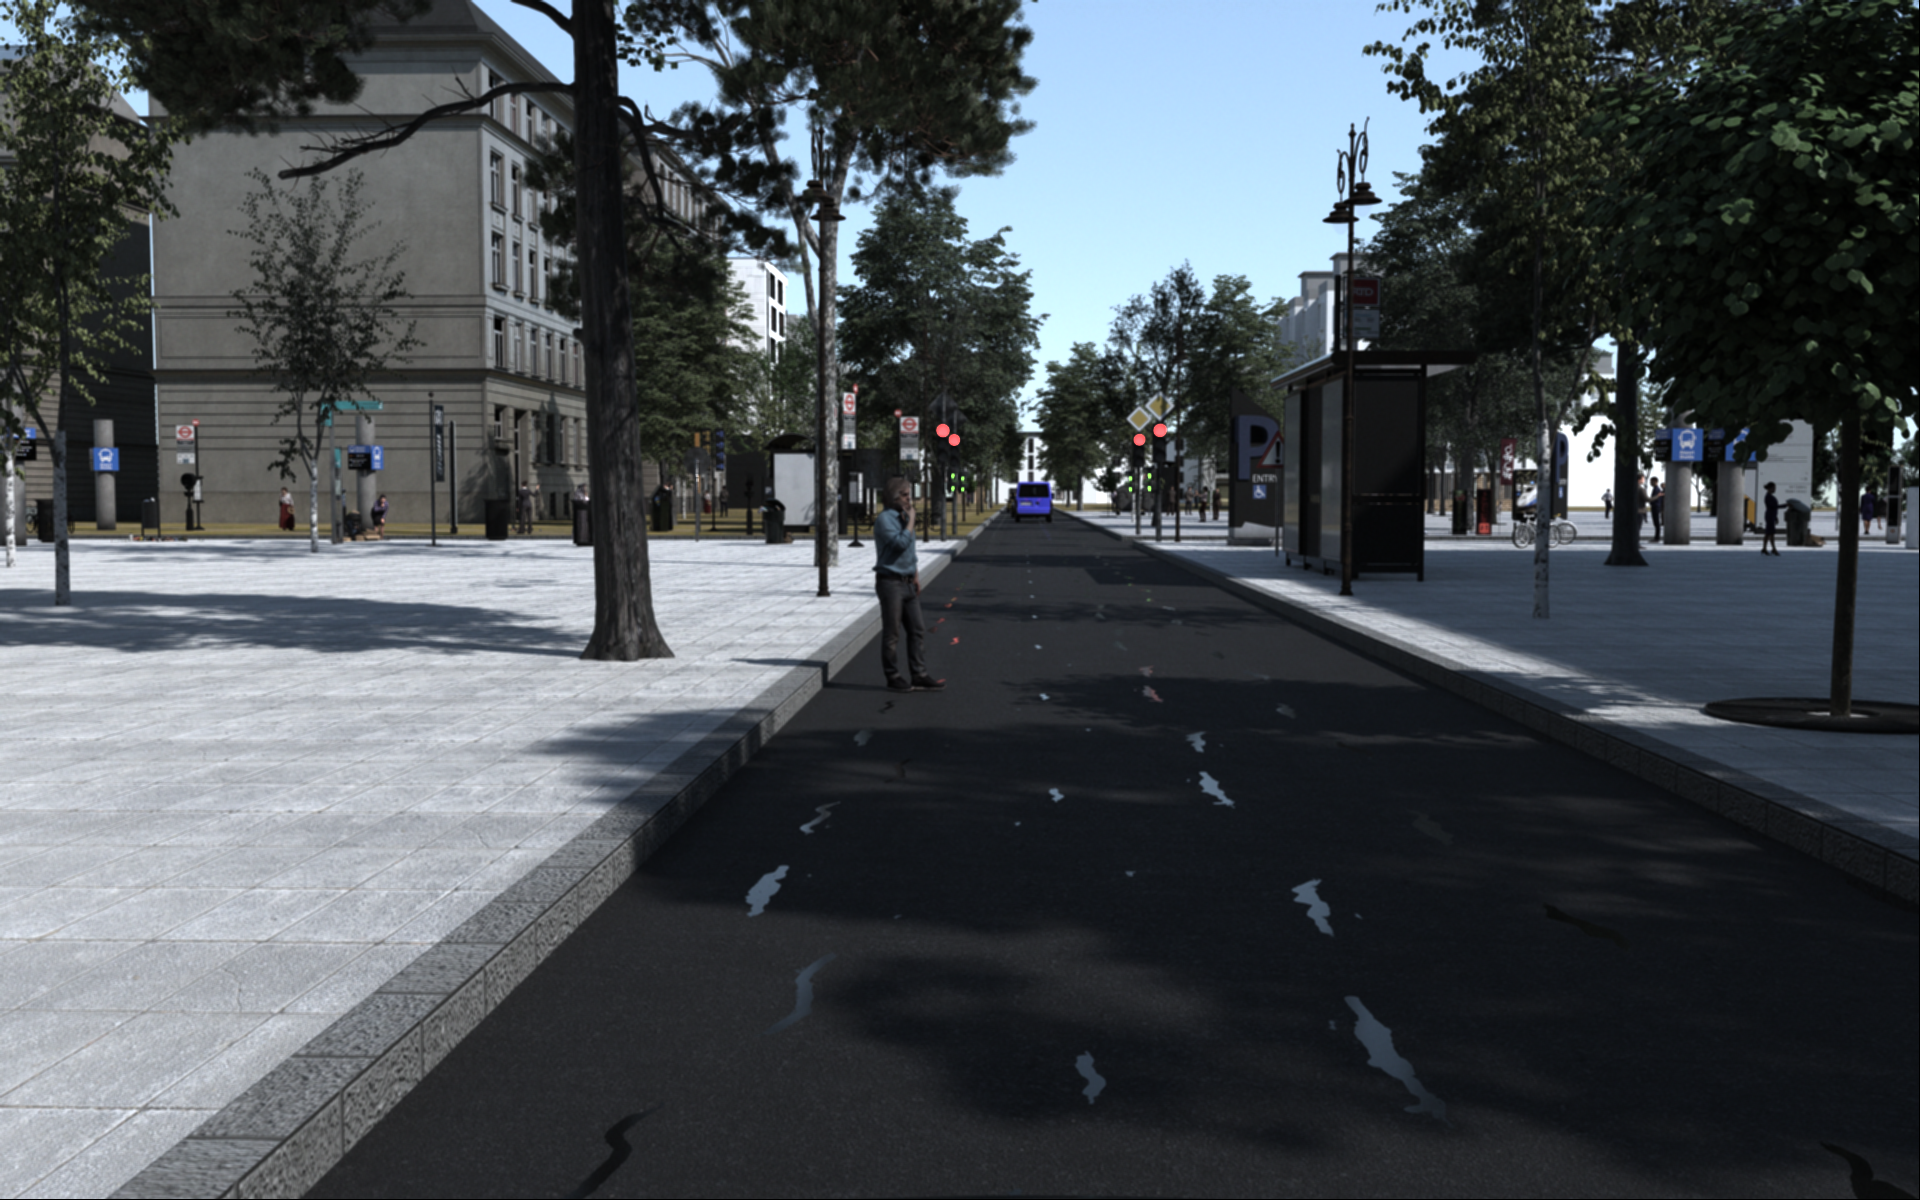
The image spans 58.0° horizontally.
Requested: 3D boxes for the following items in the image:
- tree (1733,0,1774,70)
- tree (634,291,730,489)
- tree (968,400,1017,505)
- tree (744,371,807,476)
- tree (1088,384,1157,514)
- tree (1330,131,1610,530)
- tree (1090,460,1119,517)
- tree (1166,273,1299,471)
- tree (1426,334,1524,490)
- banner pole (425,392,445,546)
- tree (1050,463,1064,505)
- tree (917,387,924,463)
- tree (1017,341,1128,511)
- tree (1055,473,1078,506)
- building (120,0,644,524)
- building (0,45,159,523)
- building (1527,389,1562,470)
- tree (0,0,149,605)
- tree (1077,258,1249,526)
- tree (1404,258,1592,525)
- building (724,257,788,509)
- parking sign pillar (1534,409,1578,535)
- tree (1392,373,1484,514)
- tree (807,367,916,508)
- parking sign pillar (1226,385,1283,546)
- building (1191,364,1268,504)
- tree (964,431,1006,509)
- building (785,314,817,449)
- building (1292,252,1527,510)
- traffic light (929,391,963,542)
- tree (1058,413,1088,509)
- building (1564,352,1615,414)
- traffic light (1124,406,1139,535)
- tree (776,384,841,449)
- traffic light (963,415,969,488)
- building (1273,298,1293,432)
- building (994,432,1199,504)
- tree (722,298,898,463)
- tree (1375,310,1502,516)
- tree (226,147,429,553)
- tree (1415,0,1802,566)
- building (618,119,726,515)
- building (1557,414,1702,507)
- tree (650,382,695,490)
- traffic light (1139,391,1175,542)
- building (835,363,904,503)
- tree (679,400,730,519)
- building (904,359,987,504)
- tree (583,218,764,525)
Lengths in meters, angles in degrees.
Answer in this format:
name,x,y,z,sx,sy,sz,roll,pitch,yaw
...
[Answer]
name,x,y,z,sx,sy,sz,roll,pitch,yaw
tree,13.205,-4.383,22.017,4.737,8.622,4.395,0,3,0
tree,-14.015,-9.754,81.541,6.751,12.117,7.091,0,3,0
tree,4.775,-17.601,205.906,7.486,12.596,7.792,0,3,0
tree,-11.159,-9.372,103.598,4.737,8.622,4.395,0,3,0
tree,10.918,-9.820,110.927,4.360,8.622,3.978,0,3,0
tree,18.091,-9.452,61.199,9.857,13.997,8.962,0,3,0
tree,8.270,-6.219,96.284,1.663,3.219,1.824,0,3,0
tree,14.201,-10.503,89.843,7.486,12.596,7.792,0,3,0
tree,25.432,-9.428,88.557,8.767,10.594,7.601,-2,4,-27
banner pole,-12.917,-3.226,42.765,0.401,3.779,0.863,1,4,10
tree,11.753,-15.091,197.099,4.737,8.622,4.395,0,3,0
tree,-3.216,-9.541,106.365,4.737,8.622,4.395,0,3,0
tree,8.934,-12.860,128.383,7.486,12.596,7.792,0,3,0
tree,12.009,-12.758,192.307,4.285,4.588,4.351,0,3,0
building,-27.170,-15.625,88.757,16.112,22.955,30.059,0,4,2
building,-57.996,-16.056,81.595,34.723,24.649,14.460,0,4,2
building,53.264,-19.655,177.778,11.380,20.091,16.016,0,4,2
tree,-10.618,-4.244,19.760,4.737,8.622,4.395,0,3,0
tree,8.052,-8.188,68.288,7.601,10.594,8.767,1,4,16
tree,22.222,-8.975,72.500,9.928,11.665,9.643,0,3,0
building,-30.715,-18.587,147.879,27.936,21.610,32.646,0,4,2
parking sign pillar,18.948,-4.079,55.162,1.447,3.967,1.447,3,4,38
tree,30.341,-11.571,111.236,6.751,12.117,7.091,0,3,0
tree,-5.648,-9.210,100.951,4.737,8.622,4.395,0,3,0
parking sign pillar,7.365,-3.336,43.018,1.447,3.967,1.447,-1,4,-12
building,48.626,-22.822,239.598,31.486,18.905,16.747,0,4,2
tree,2.131,-11.854,144.176,4.737,8.622,4.395,0,3,0
building,-31.436,-19.136,179.339,31.486,18.905,16.747,0,4,2
building,36.175,-17.398,140.884,16.016,20.091,11.380,0,4,2
traffic light,-0.427,-3.516,46.734,0.839,4.213,0.868,0,4,2
tree,9.534,-11.337,135.719,4.360,8.622,3.978,0,3,0
building,81.606,-23.307,237.490,11.380,20.091,16.016,0,4,2
traffic light,5.607,-3.993,54.532,0.839,4.213,0.868,0,4,2
tree,-9.319,-9.690,108.797,4.360,8.622,3.978,0,3,0
traffic light,-0.151,-4.004,54.714,0.839,4.213,0.868,0,4,2
building,35.850,-18.094,152.261,16.016,20.091,11.380,0,4,2
building,18.670,-18.044,237.166,28.070,9.664,9.099,0,4,2
tree,-6.526,-10.096,90.832,9.928,11.665,9.643,0,3,0
tree,27.926,-11.618,100.329,12.009,13.543,11.850,0,3,0
tree,-14.012,-5.346,37.770,4.360,8.622,3.978,0,3,0
tree,12.234,-7.558,30.990,7.806,13.903,7.818,0,3,0
building,-23.481,-19.527,116.527,12.463,27.353,25.104,0,4,2
building,73.094,-14.597,180.806,28.070,9.664,9.099,0,4,2
tree,-15.874,-8.852,95.098,4.737,8.622,4.395,0,3,0
traffic light,5.332,-3.505,46.551,0.839,4.213,0.868,0,4,2
building,-23.305,-22.980,242.172,31.486,18.905,16.747,0,4,2
tree,-14.086,-8.511,89.517,4.360,8.622,3.978,0,3,0
building,-1.847,-23.533,241.185,11.380,20.091,16.016,0,4,2
tree,-11.693,-9.354,71.061,7.486,12.596,7.792,0,3,0
